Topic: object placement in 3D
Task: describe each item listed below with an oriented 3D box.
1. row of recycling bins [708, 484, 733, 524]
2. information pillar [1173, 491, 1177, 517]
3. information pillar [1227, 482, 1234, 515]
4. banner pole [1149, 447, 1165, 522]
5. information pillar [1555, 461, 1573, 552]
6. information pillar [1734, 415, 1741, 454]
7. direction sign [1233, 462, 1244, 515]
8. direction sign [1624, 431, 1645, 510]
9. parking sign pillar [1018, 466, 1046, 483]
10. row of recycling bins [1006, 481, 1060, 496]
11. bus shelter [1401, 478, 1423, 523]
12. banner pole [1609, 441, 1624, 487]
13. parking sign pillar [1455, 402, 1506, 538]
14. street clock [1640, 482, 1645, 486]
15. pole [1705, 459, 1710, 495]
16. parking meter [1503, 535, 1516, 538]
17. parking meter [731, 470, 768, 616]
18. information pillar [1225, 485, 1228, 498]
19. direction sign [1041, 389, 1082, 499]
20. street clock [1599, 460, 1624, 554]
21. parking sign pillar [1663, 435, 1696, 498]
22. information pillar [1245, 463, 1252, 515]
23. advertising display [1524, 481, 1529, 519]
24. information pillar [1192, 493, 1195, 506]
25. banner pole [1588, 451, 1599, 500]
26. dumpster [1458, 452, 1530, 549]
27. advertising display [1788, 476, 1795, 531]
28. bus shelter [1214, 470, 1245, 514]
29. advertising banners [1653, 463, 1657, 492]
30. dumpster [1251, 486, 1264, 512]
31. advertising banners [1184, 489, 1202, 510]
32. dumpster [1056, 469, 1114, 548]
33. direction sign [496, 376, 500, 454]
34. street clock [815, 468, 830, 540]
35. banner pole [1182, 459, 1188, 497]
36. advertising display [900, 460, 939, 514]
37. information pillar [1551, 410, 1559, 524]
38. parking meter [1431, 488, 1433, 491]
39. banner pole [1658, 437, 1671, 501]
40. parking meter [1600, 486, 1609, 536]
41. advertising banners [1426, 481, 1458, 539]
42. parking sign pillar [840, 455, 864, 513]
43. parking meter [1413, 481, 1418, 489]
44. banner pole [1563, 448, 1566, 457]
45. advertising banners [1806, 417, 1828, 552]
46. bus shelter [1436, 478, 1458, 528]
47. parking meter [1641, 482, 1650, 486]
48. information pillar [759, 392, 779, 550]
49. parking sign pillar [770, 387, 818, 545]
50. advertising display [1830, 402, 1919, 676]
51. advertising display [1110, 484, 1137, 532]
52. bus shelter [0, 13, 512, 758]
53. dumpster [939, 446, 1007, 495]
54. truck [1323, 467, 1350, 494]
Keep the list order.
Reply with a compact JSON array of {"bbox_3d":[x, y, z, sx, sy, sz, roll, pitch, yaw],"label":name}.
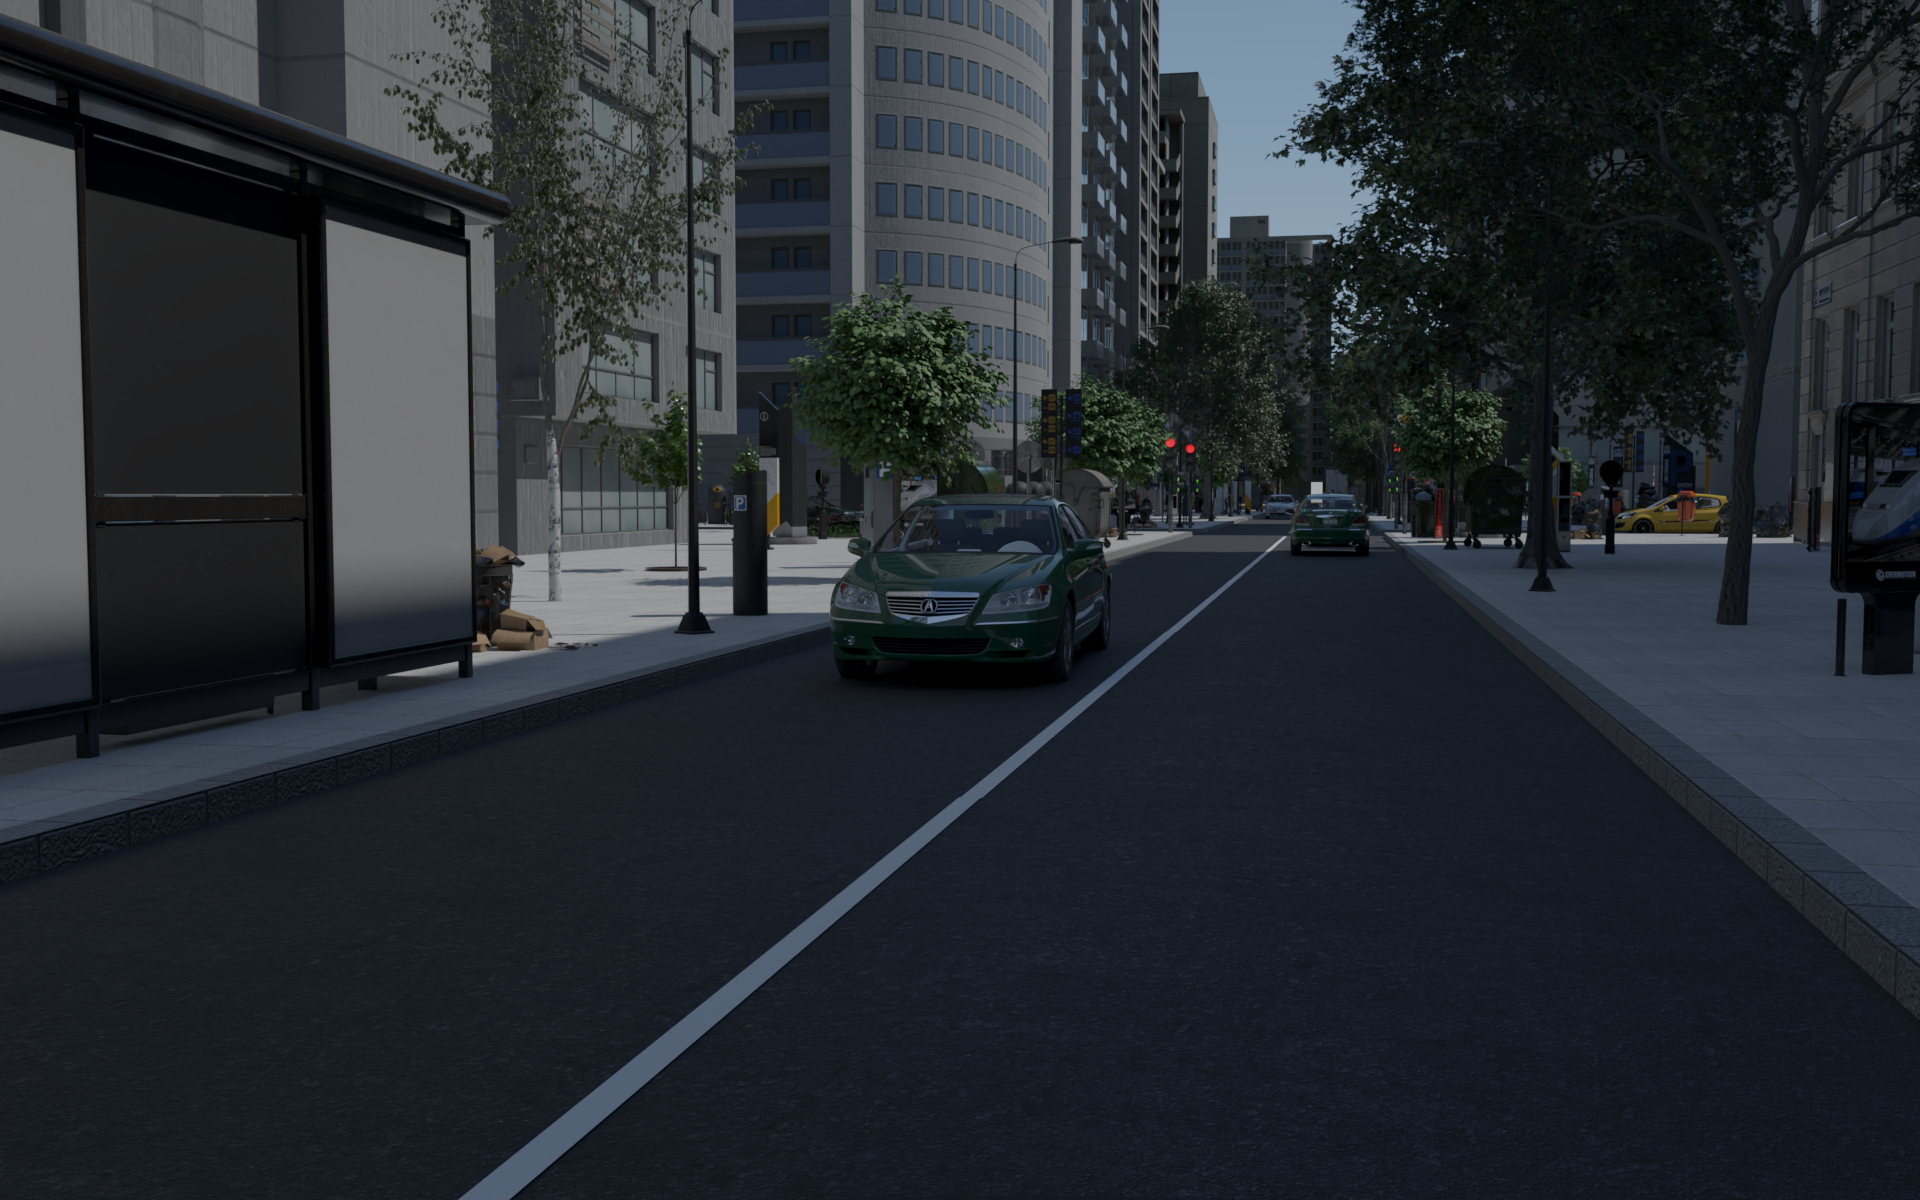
[{"bbox_3d":[-9.059,-4.045,73.256,3.534,1.692,1.069,1,4,20],"label":"row of recycling bins"},{"bbox_3d":[12.157,-5.745,98.416,0.304,2.012,0.304,-1,4,-18],"label":"information pillar"},{"bbox_3d":[16.549,-6.204,105.925,0.304,2.012,0.304,2,4,24],"label":"information pillar"},{"bbox_3d":[9.208,-5.533,80.483,0.863,3.779,0.401,2,4,26],"label":"banner pole"},{"bbox_3d":[13.317,-2.062,38.206,0.304,2.012,0.304,1,4,13],"label":"information pillar"},{"bbox_3d":[21.130,-3.397,46.901,0.504,3.616,0.183,-2,4,-31],"label":"information pillar"},{"bbox_3d":[16.838,-6.891,104.668,0.379,3.537,0.876,-3,4,-37],"label":"direction sign"},{"bbox_3d":[24.183,-4.293,62.188,0.876,3.537,0.379,-1,4,-21],"label":"direction sign"},{"bbox_3d":[3.175,-5.414,76.986,1.447,3.967,1.447,2,4,30],"label":"parking sign pillar"},{"bbox_3d":[2.548,-3.049,56.958,1.069,1.692,3.534,2,4,27],"label":"row of recycling bins"},{"bbox_3d":[21.344,-6.263,80.031,2.179,5.291,8.768,1,4,12],"label":"bus shelter"},{"bbox_3d":[30.132,-5.488,79.750,0.863,3.779,0.401,3,5,43],"label":"banner pole"},{"bbox_3d":[15.378,-3.828,51.061,1.447,3.967,1.447,1,4,12],"label":"parking sign pillar"},{"bbox_3d":[41.763,-6.202,105.978,0.358,2.002,0.471,0,4,7],"label":"street clock"},{"bbox_3d":[29.273,-4.526,67.849,0.158,3.312,0.155,0,3,0],"label":"pole"},{"bbox_3d":[15.897,-2.717,50.130,0.399,1.863,0.255,1,4,12],"label":"parking meter"},{"bbox_3d":[-2.225,-0.608,18.349,0.372,1.533,0.369,0,3,0],"label":"parking meter"},{"bbox_3d":[17.012,-7.253,109.940,0.504,3.616,0.183,3,4,38],"label":"information pillar"},{"bbox_3d":[2.184,-2.775,37.365,0.876,3.537,0.379,1,4,10],"label":"direction sign"},{"bbox_3d":[13.923,-1.987,37.054,0.471,2.002,0.358,2,4,30],"label":"street clock"},{"bbox_3d":[31.775,-5.384,76.502,1.447,3.967,1.447,0,4,-5],"label":"parking sign pillar"},{"bbox_3d":[17.851,-7.087,107.231,0.504,3.616,0.183,-3,5,-41],"label":"information pillar"},{"bbox_3d":[28.971,-5.032,87.489,0.974,1.923,0.123,-1,4,-13],"label":"advertising display"},{"bbox_3d":[17.284,-8.436,129.290,0.504,3.616,0.183,1,4,14],"label":"information pillar"},{"bbox_3d":[36.924,-6.785,100.951,0.401,3.779,0.863,-2,4,-33],"label":"banner pole"},{"bbox_3d":[12.657,-2.363,41.126,1.502,2.255,1.985,1,4,12],"label":"dumpster"},{"bbox_3d":[29.341,-3.419,61.115,0.123,1.923,0.974,1,4,21],"label":"advertising display"},{"bbox_3d":[17.642,-7.338,113.899,2.014,3.302,5.546,1,4,12],"label":"bus shelter"},{"bbox_3d":[38.918,-6.156,96.832,0.090,3.025,2.074,2,4,32],"label":"advertising banners"},{"bbox_3d":[21.075,-7.231,123.987,1.264,1.857,1.865,1,4,12],"label":"dumpster"},{"bbox_3d":[18.806,-8.708,138.557,2.074,3.025,0.090,-1,4,-21],"label":"advertising banners"},{"bbox_3d":[2.834,-2.113,40.311,1.264,1.857,1.865,1,4,12],"label":"dumpster"},{"bbox_3d":[-9.068,-2.510,33.034,0.379,3.537,0.876,2,4,26],"label":"direction sign"},{"bbox_3d":[-3.877,-2.713,48.921,0.358,2.002,0.471,-2,4,-32],"label":"street clock"},{"bbox_3d":[14.265,-7.304,109.438,0.863,3.779,0.401,-1,4,-22],"label":"banner pole"},{"bbox_3d":[-0.882,-1.675,32.600,0.974,1.923,0.123,-1,4,-12],"label":"advertising display"},{"bbox_3d":[14.684,-3.169,43.160,0.504,3.616,0.183,-2,4,-26],"label":"information pillar"},{"bbox_3d":[19.211,-3.831,71.055,0.372,1.533,0.369,0,3,0],"label":"parking meter"},{"bbox_3d":[29.984,-5.125,73.808,0.863,3.779,0.401,-2,4,-26],"label":"banner pole"},{"bbox_3d":[19.952,-2.754,53.442,0.372,1.533,0.369,0,3,0],"label":"parking meter"},{"bbox_3d":[13.778,-3.276,49.746,0.090,3.025,2.074,3,5,44],"label":"advertising banners"},{"bbox_3d":[-4.255,-5.067,71.316,1.447,3.967,1.447,0,4,7],"label":"parking sign pillar"},{"bbox_3d":[19.058,-4.063,72.139,0.399,1.863,0.255,-3,5,-41],"label":"parking meter"},{"bbox_3d":[32.538,-6.325,93.438,0.401,3.779,0.863,2,4,26],"label":"banner pole"},{"bbox_3d":[19.377,-2.625,39.109,0.090,3.025,2.074,2,4,35],"label":"advertising banners"},{"bbox_3d":[18.824,-4.564,65.905,1.731,3.624,6.357,1,4,12],"label":"bus shelter"},{"bbox_3d":[33.872,-4.884,85.570,0.399,1.863,0.255,3,5,40],"label":"parking meter"},{"bbox_3d":[-4.393,-2.961,39.763,0.504,3.616,0.183,2,4,24],"label":"information pillar"},{"bbox_3d":[-4.373,-3.419,44.369,1.447,3.967,1.447,-2,4,-29],"label":"parking sign pillar"},{"bbox_3d":[6.617,-0.433,12.299,0.974,1.923,0.123,-1,4,-18],"label":"advertising display"},{"bbox_3d":[5.410,-3.220,57.859,0.974,1.923,0.123,0,4,-1],"label":"advertising display"},{"bbox_3d":[-5.088,-1.857,7.989,2.179,5.291,8.768,1,4,12],"label":"bus shelter"},{"bbox_3d":[0.019,-1.966,34.635,1.502,2.255,1.985,1,4,12],"label":"dumpster"},{"bbox_3d":[40.268,-12.010,185.284,2.839,4.237,11.283,1,4,12],"label":"truck"}]
